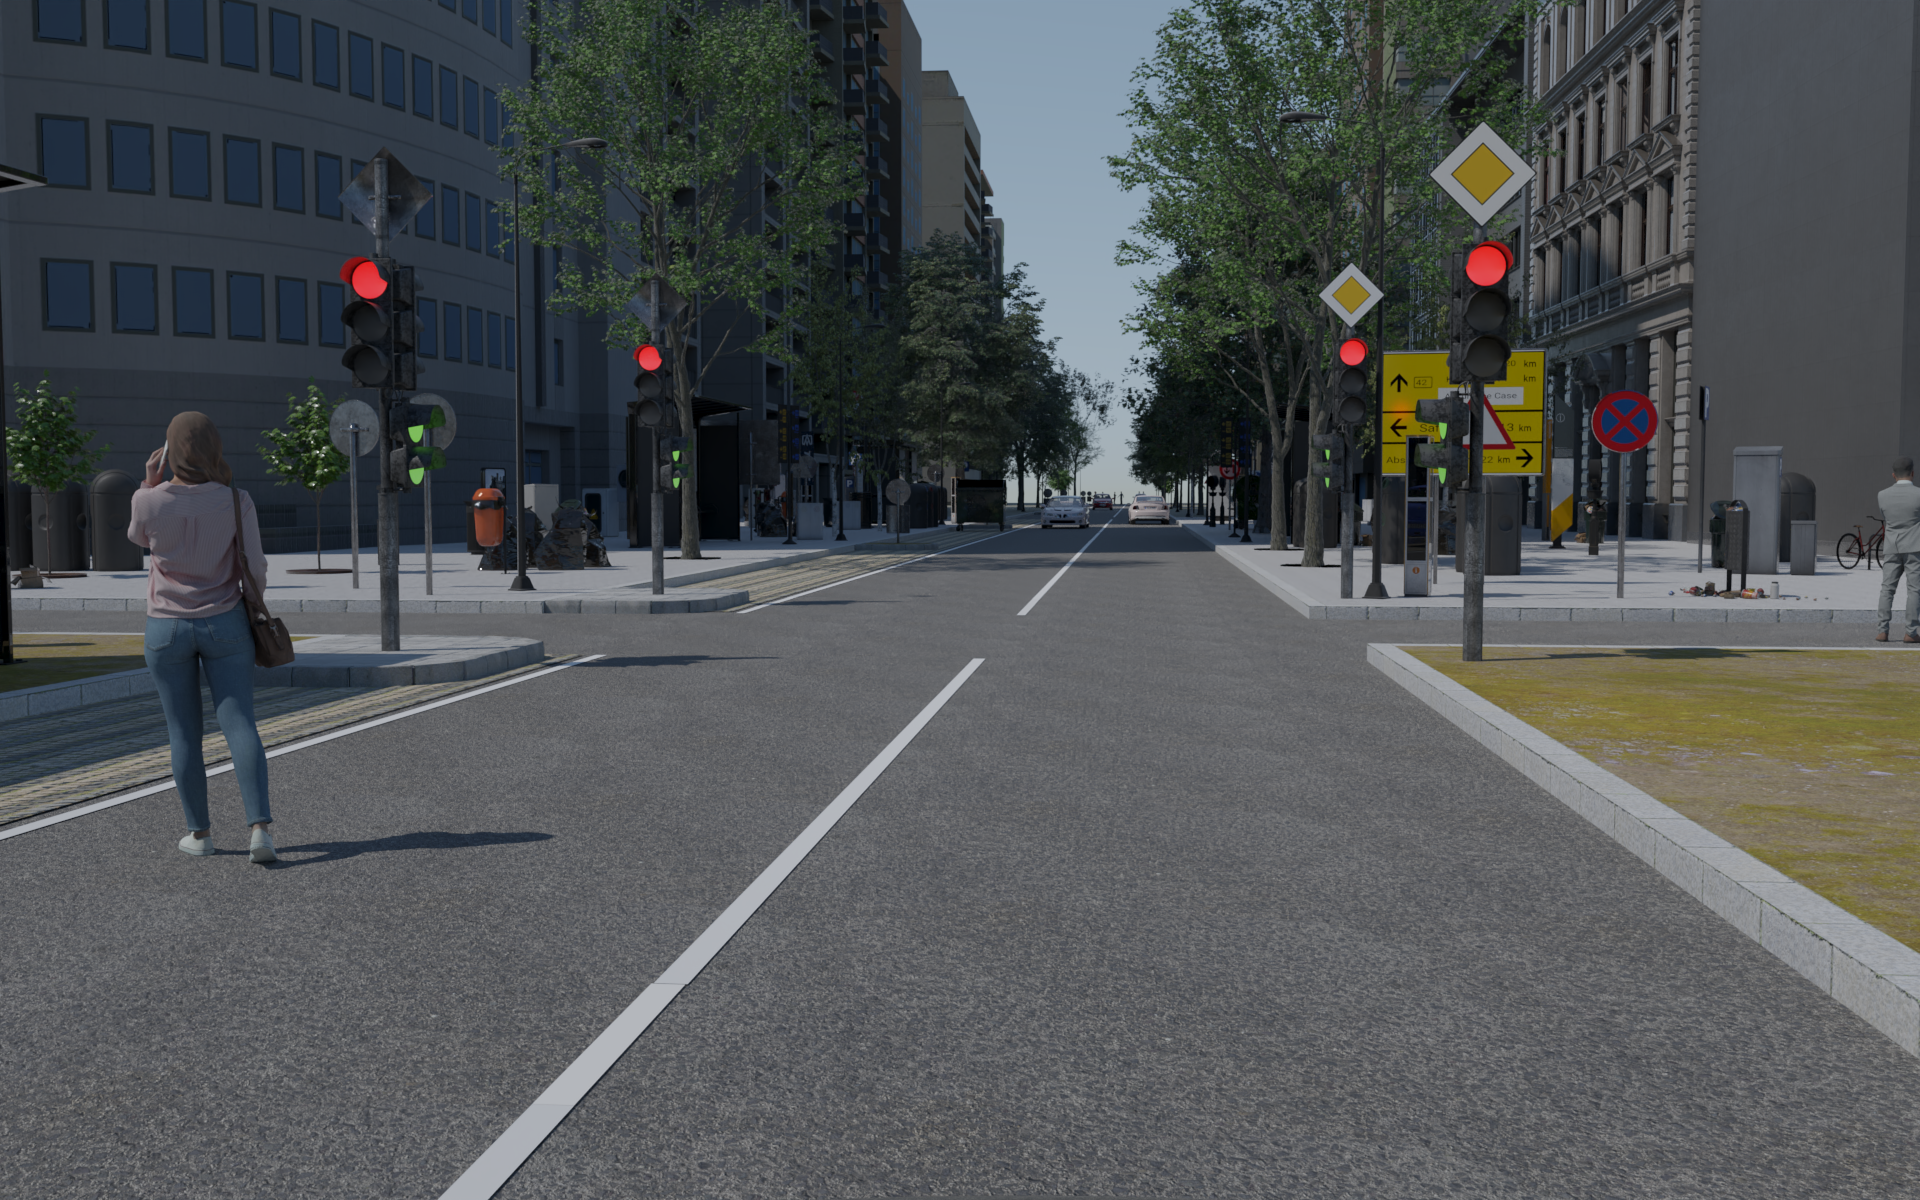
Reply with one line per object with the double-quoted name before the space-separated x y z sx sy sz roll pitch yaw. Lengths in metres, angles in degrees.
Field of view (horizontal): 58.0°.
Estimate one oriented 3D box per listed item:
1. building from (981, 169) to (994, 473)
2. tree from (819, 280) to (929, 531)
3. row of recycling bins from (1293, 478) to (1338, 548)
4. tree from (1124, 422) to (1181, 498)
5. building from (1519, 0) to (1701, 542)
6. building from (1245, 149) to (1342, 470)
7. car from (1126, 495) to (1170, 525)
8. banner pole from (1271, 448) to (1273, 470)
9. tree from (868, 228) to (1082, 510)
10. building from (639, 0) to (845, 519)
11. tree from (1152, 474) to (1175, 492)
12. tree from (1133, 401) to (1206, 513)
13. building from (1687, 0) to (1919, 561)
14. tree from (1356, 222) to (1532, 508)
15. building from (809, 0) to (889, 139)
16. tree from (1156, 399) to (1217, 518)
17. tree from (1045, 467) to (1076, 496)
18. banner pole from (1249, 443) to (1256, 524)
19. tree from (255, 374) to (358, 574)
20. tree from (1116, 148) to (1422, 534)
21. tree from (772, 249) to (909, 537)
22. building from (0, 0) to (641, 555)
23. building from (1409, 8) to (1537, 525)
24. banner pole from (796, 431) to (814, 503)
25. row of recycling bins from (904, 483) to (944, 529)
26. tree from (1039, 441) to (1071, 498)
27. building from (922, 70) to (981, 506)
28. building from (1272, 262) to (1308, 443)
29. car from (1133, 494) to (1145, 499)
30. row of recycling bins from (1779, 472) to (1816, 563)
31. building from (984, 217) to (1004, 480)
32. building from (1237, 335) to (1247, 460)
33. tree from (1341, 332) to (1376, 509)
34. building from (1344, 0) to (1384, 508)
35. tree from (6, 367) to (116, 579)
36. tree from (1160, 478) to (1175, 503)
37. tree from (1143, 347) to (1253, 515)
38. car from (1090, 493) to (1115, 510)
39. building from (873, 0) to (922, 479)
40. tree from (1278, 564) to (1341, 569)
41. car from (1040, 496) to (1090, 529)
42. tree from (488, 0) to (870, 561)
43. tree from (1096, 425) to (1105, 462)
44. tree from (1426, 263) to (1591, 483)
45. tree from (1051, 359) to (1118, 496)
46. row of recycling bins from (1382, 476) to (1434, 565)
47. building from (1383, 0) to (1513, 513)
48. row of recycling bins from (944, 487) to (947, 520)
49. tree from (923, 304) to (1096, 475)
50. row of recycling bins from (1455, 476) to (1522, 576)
"building" -7.160 -35.132 229.026 22.147 44.769 28.867 0 4 6
"tree" -2.790 -6.659 59.240 4.360 8.622 3.978 0 3 0
"row of recycling bins" 8.661 -2.166 42.527 1.069 1.692 3.534 0 4 8
"tree" 25.260 -18.913 215.877 9.857 13.997 8.962 0 3 0
"building" 25.011 -13.790 54.340 11.050 23.489 19.941 0 4 6
"building" 47.604 -34.772 223.139 22.147 44.769 28.867 0 4 6
"car" 8.963 -4.277 82.293 2.083 1.381 4.827 0 4 4
"banner pole" 14.553 -5.580 81.249 0.863 3.779 0.401 -1 4 -8
"tree" 0.033 -10.761 82.591 9.857 13.997 8.962 0 3 0
"building" -18.222 -41.008 108.739 20.563 71.187 20.611 0 4 6
"tree" 28.329 -15.733 240.951 4.285 4.588 4.351 0 3 0
"tree" 17.425 -12.427 137.596 8.767 10.594 7.601 2 4 29
"building" 30.078 -14.842 36.178 24.014 27.812 14.314 0 4 6
"tree" 13.074 -5.870 46.341 4.737 8.622 4.395 0 3 0
"building" -17.456 -29.337 134.288 22.147 44.769 28.867 0 4 6
"tree" 12.717 -8.723 92.981 4.360 8.622 3.978 0 3 0
"tree" 11.133 -12.724 191.755 4.285 4.588 4.351 0 3 0
"banner pole" 12.450 -5.147 74.165 0.401 3.779 0.863 -2 4 -33
"tree" -10.544 -2.045 28.032 1.663 3.219 1.824 0 3 0
"tree" 9.977 -8.510 56.153 9.611 12.733 9.660 0 3 0
"tree" -3.718 -6.205 51.810 4.737 8.622 4.395 0 3 0
"building" -23.133 -30.898 47.189 21.231 58.520 28.212 0 4 6
"building" 29.875 -15.907 79.140 14.314 24.678 30.058 0 4 6
"banner pole" -5.496 -4.321 60.664 0.863 3.779 0.401 1 4 11
"row of recycling bins" -1.503 -3.588 65.773 1.069 1.692 3.534 1 4 9
"tree" 8.605 -13.546 171.844 4.360 8.622 3.978 0 3 0
"building" -9.116 -35.448 203.278 21.300 48.544 21.600 0 4 6
"building" 42.726 -26.332 202.226 14.160 30.474 14.107 0 4 6
"car" 23.705 -13.357 227.426 2.155 1.783 4.494 0 4 6
"row of recycling bins" 16.049 -1.646 34.031 1.069 1.692 3.534 1 4 18
"building" -1.162 -34.647 250.074 14.154 41.232 14.086 0 4 6
"building" 46.693 -36.374 244.818 14.600 45.320 14.200 0 4 6
"tree" 14.386 -7.029 65.284 4.360 8.622 3.978 0 3 0
"building" 34.303 -28.739 119.999 14.600 45.320 14.200 0 4 6
"tree" -13.887 -1.958 26.620 1.663 3.219 1.824 0 3 0
"tree" 29.214 -15.520 248.353 1.663 3.219 1.824 0 3 0
"tree" 15.043 -11.421 104.852 7.486 12.596 7.792 0 3 0
"car" 12.698 -8.892 154.425 2.155 1.783 4.494 0 4 4
"building" -11.117 -30.894 155.233 14.600 45.320 14.200 0 4 6
"tree" 6.390 -6.382 30.104 9.928 11.665 9.643 0 3 0
"car" 4.480 -3.727 73.302 2.083 1.381 4.827 0 4 7
"tree" -5.449 -6.601 33.688 9.928 11.665 9.643 0 3 0
"tree" 13.602 -19.135 223.232 12.009 13.543 11.850 0 3 0
"tree" 17.002 -6.315 53.616 4.360 8.622 3.978 0 3 0
"tree" 15.976 -23.532 240.643 12.611 20.169 13.585 0 3 0
"row of recycling bins" 8.545 -1.590 33.115 1.069 1.692 3.534 1 4 15
"building" 32.770 -25.841 106.090 14.154 41.232 14.086 0 4 6
"row of recycling bins" -1.152 -4.883 86.948 1.069 1.692 3.534 0 4 4
"tree" 2.110 -12.282 111.177 12.009 13.543 11.850 0 3 0
"row of recycling bins" 8.743 -1.324 28.760 1.069 1.692 3.534 1 4 15
